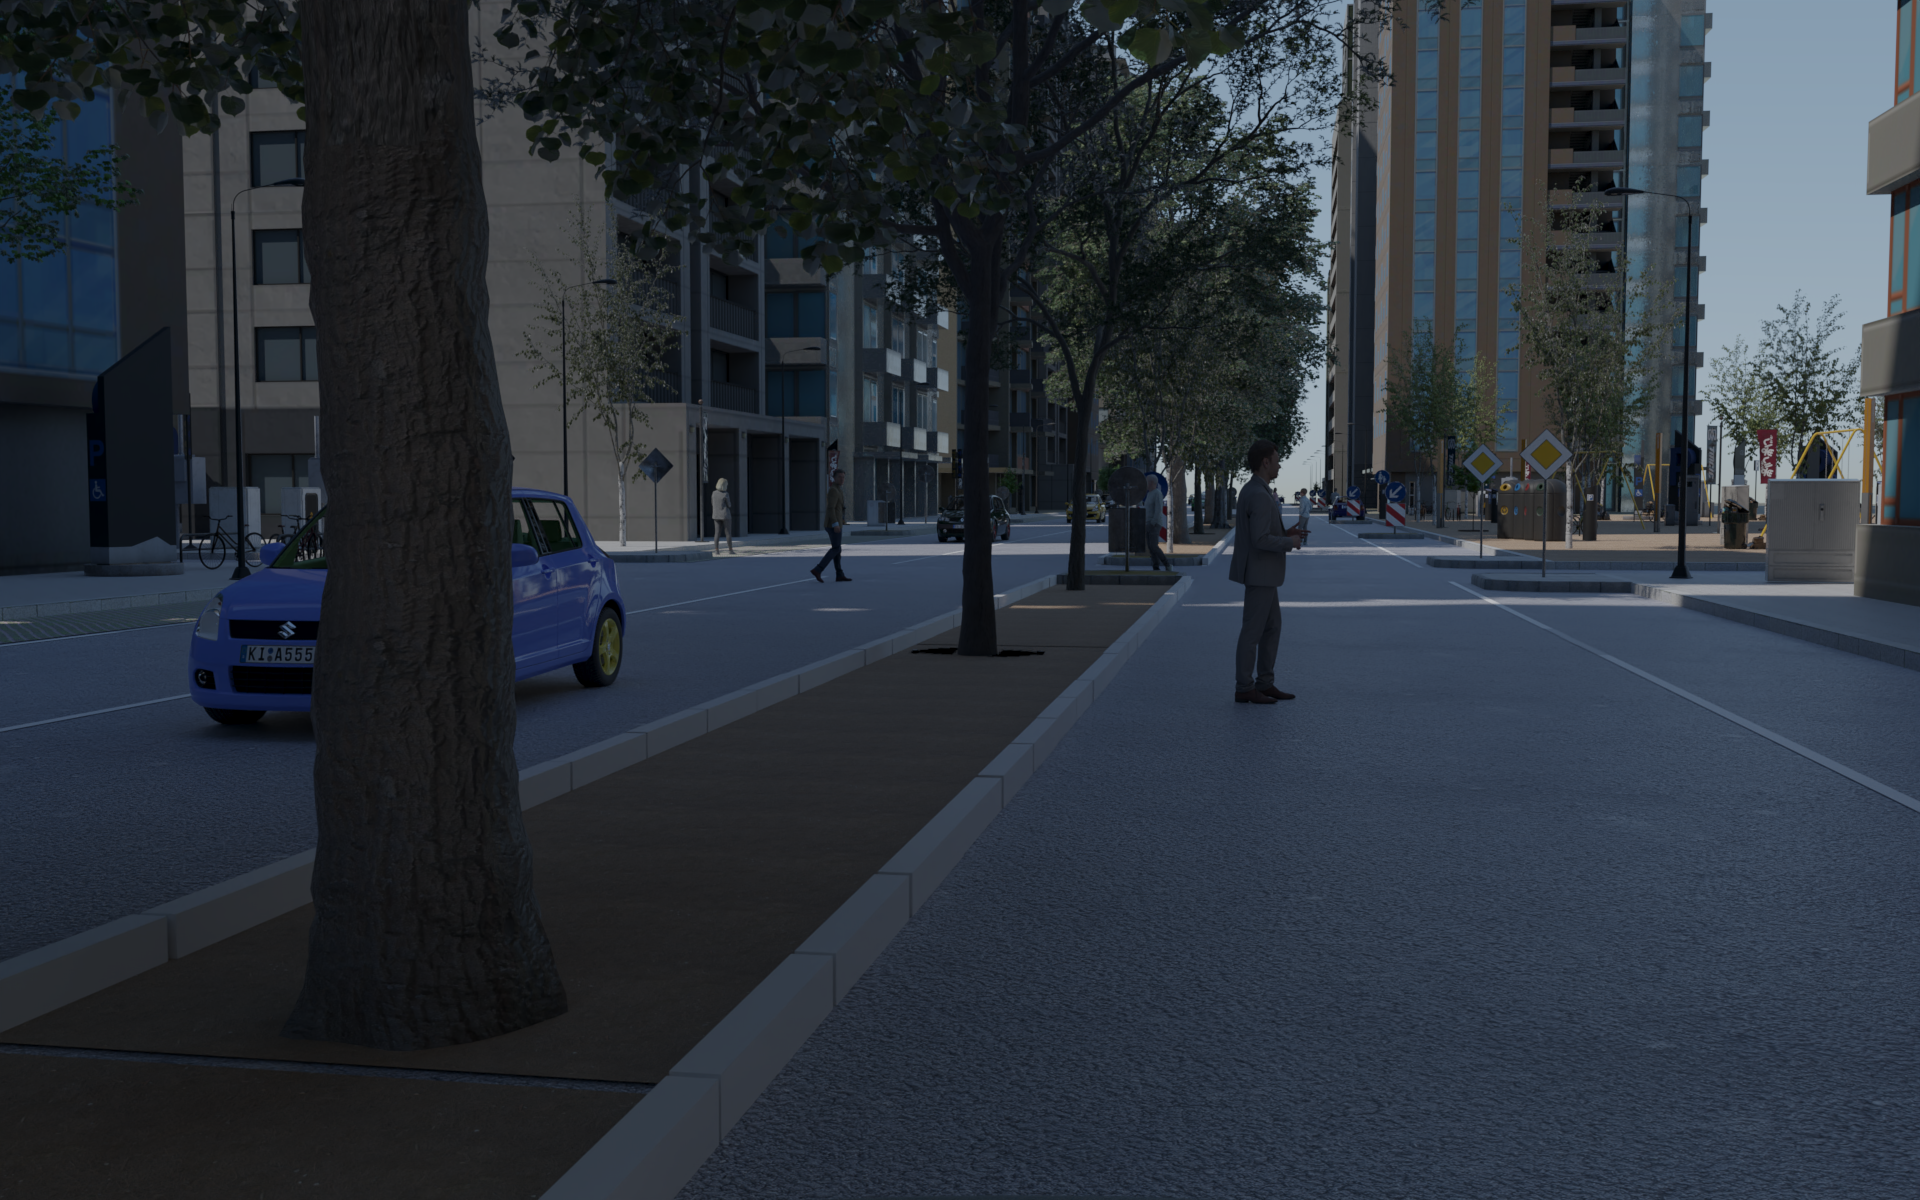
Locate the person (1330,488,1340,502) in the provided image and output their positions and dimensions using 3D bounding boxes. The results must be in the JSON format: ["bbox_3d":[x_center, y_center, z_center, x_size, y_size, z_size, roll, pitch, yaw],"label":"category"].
[{"bbox_3d":[22.873,-5.916,105.431,0.606,1.804,0.583,2,4,29],"label":"person"}]

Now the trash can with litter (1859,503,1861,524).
[{"bbox_3d":[27.403,-2.554,53.147,1.055,1.170,0.624,-3,5,-40],"label":"trash can with litter"}]

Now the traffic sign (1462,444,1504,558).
[{"bbox_3d":[10.390,-1.886,34.482,0.795,2.450,0.064,1,4,10],"label":"traffic sign"}]

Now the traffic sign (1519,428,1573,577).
[{"bbox_3d":[8.989,-1.405,26.620,0.795,2.450,0.064,1,4,10],"label":"traffic sign"}]

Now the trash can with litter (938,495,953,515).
[{"bbox_3d":[-0.657,-5.958,108.475,1.678,1.210,2.233,-2,4,-24],"label":"trash can with litter"}]

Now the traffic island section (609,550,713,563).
[{"bbox_3d":[-6.609,-0.936,37.581,2.009,0.180,2.903,1,4,10],"label":"traffic island section"}]

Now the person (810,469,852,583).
[{"bbox_3d":[-2.056,-1.207,28.138,0.836,1.842,0.656,-3,4,-37],"label":"person"}]

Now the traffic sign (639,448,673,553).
[{"bbox_3d":[-6.585,-2.072,37.515,0.795,2.450,0.064,1,4,10],"label":"traffic sign"}]

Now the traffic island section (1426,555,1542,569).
[{"bbox_3d":[10.414,-0.751,34.555,2.009,0.180,2.903,1,4,10],"label":"traffic island section"}]

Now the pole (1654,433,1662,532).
[{"bbox_3d":[23.343,-3.919,57.917,0.158,3.312,0.155,0,3,0],"label":"pole"}]

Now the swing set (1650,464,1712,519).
[{"bbox_3d":[37.403,-5.713,91.027,3.119,2.851,2.862,0,4,-1],"label":"swing set"}]

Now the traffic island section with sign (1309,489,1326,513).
[{"bbox_3d":[27.611,-7.603,132.932,1.989,1.847,2.006,1,4,10],"label":"traffic island section with sign"}]

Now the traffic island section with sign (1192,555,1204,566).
[{"bbox_3d":[3.965,-1.665,35.355,2.006,1.907,1.989,1,4,10],"label":"traffic island section with sign"}]

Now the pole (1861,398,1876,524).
[{"bbox_3d":[19.360,-2.635,36.931,0.158,3.312,0.155,0,3,0],"label":"pole"}]

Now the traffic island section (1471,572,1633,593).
[{"bbox_3d":[9.013,-0.270,26.693,2.009,0.180,2.903,1,4,10],"label":"traffic island section"}]

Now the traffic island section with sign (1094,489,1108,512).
[{"bbox_3d":[10.902,-7.783,135.885,1.989,1.847,2.006,1,4,10],"label":"traffic island section with sign"}]

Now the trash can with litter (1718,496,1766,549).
[{"bbox_3d":[18.309,-1.775,40.405,1.055,1.170,0.624,0,4,3],"label":"trash can with litter"}]

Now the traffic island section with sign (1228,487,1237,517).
[{"bbox_3d":[17.135,-6.190,109.335,2.006,1.907,1.989,1,4,10],"label":"traffic island section with sign"}]

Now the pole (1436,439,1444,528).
[{"bbox_3d":[17.931,-4.333,64.682,0.158,3.312,0.155,0,3,0],"label":"pole"}]

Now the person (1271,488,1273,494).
[{"bbox_3d":[14.739,-4.446,82.202,0.522,1.701,0.512,0,4,-8],"label":"person"}]

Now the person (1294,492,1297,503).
[{"bbox_3d":[50.826,-15.517,262.217,1.348,1.822,0.705,-1,4,-14],"label":"person"}]

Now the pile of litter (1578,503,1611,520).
[{"bbox_3d":[31.067,-4.329,84.742,1.719,0.858,1.176,0,4,5],"label":"pile of litter"}]

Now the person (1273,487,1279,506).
[{"bbox_3d":[18.278,-5.611,100.250,0.388,1.821,0.555,2,4,32],"label":"person"}]

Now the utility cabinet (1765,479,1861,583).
[{"bbox_3d":[12.283,-0.996,24.957,1.173,1.500,0.318,1,4,18],"label":"utility cabinet"}]

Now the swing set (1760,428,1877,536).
[{"bbox_3d":[21.531,-2.742,42.460,2.862,2.851,3.119,1,4,9],"label":"swing set"}]

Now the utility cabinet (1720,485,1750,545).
[{"bbox_3d":[19.008,-2.071,42.535,0.318,1.500,1.173,0,4,7],"label":"utility cabinet"}]

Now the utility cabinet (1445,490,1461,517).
[{"bbox_3d":[26.882,-5.262,94.708,0.318,1.500,1.173,-2,4,-25],"label":"utility cabinet"}]

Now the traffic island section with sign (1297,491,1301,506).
[{"bbox_3d":[32.385,-9.237,159.659,1.989,1.847,2.006,1,4,10],"label":"traffic island section with sign"}]

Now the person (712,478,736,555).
[{"bbox_3d":[-5.582,-1.961,40.754,0.537,1.800,0.526,3,4,38],"label":"person"}]

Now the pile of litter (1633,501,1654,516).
[{"bbox_3d":[40.828,-5.424,102.642,1.176,0.858,1.719,-3,5,-43],"label":"pile of litter"}]

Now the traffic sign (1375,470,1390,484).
[{"bbox_3d":[22.222,-5.572,91.207,0.768,2.556,0.104,1,4,16],"label":"traffic sign"}]

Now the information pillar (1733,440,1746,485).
[{"bbox_3d":[33.675,-5.107,74.848,0.504,3.616,0.183,-1,4,-8],"label":"information pillar"}]

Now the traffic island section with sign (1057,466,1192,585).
[{"bbox_3d":[2.656,-1.219,28.064,2.006,1.907,1.989,1,4,10],"label":"traffic island section with sign"}]

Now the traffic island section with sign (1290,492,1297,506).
[{"bbox_3d":[41.929,-12.517,213.277,1.989,1.847,2.006,1,4,10],"label":"traffic island section with sign"}]

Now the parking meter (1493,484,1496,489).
[{"bbox_3d":[32.361,-6.084,105.179,0.255,1.863,0.399,2,4,25],"label":"parking meter"}]

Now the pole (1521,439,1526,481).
[{"bbox_3d":[20.941,-4.316,64.406,0.158,3.312,0.155,0,3,0],"label":"pole"}]

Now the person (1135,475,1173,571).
[{"bbox_3d":[3.352,-1.281,29.933,0.515,1.767,0.782,-1,4,-13],"label":"person"}]

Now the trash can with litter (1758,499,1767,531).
[{"bbox_3d":[28.684,-2.999,60.086,2.233,1.210,1.678,0,4,3],"label":"trash can with litter"}]

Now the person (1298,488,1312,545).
[{"bbox_3d":[9.662,-2.347,48.688,0.589,1.601,0.330,-3,5,-41],"label":"person"}]

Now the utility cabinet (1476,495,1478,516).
[{"bbox_3d":[30.982,-5.642,103.405,0.306,1.237,1.020,1,4,11],"label":"utility cabinet"}]

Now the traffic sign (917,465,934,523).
[{"bbox_3d":[-1.499,-4.629,75.796,0.768,2.556,0.104,1,4,13],"label":"traffic sign"}]

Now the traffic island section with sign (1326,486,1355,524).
[{"bbox_3d":[18.773,-4.568,83.310,1.989,1.847,2.006,1,4,10],"label":"traffic island section with sign"}]

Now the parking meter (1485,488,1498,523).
[{"bbox_3d":[25.666,-4.624,84.021,0.372,1.533,0.369,0,3,0],"label":"parking meter"}]

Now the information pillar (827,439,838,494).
[{"bbox_3d":[-5.368,-5.006,73.210,0.504,3.616,0.183,1,4,15],"label":"information pillar"}]

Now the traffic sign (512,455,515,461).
[{"bbox_3d":[-7.985,-1.591,29.653,0.795,2.450,0.064,1,4,10],"label":"traffic sign"}]

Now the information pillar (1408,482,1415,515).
[{"bbox_3d":[27.099,-6.083,103.947,0.304,2.012,0.304,0,4,7],"label":"information pillar"}]

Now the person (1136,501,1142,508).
[{"bbox_3d":[10.675,-5.744,102.637,0.478,1.798,0.641,-2,4,-27],"label":"person"}]

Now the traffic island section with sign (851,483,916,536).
[{"bbox_3d":[-2.600,-3.145,60.043,1.989,1.847,2.006,1,4,10],"label":"traffic island section with sign"}]

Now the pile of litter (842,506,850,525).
[{"bbox_3d":[-5.191,-3.554,72.067,1.176,0.858,1.719,-1,4,-15],"label":"pile of litter"}]

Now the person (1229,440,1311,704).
[{"bbox_3d":[2.145,-0.194,11.877,0.583,1.804,0.606,0,4,-2],"label":"person"}]

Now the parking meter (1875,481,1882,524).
[{"bbox_3d":[17.785,-1.519,33.254,0.372,1.533,0.369,0,3,0],"label":"parking meter"}]

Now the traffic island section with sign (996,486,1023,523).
[{"bbox_3d":[2.122,-4.768,86.583,1.989,1.847,2.006,1,4,10],"label":"traffic island section with sign"}]

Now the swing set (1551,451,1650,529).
[{"bbox_3d":[23.039,-4.045,63.759,2.862,2.851,3.119,-1,4,-16],"label":"swing set"}]

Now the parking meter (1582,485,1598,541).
[{"bbox_3d":[17.370,-2.405,47.740,0.372,1.533,0.369,0,3,0],"label":"parking meter"}]

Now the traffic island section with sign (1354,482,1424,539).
[{"bbox_3d":[13.921,-2.899,56.024,1.989,1.847,2.006,1,4,10],"label":"traffic island section with sign"}]

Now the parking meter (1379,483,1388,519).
[{"bbox_3d":[21.643,-5.071,88.619,0.399,1.863,0.255,0,4,-3],"label":"parking meter"}]
